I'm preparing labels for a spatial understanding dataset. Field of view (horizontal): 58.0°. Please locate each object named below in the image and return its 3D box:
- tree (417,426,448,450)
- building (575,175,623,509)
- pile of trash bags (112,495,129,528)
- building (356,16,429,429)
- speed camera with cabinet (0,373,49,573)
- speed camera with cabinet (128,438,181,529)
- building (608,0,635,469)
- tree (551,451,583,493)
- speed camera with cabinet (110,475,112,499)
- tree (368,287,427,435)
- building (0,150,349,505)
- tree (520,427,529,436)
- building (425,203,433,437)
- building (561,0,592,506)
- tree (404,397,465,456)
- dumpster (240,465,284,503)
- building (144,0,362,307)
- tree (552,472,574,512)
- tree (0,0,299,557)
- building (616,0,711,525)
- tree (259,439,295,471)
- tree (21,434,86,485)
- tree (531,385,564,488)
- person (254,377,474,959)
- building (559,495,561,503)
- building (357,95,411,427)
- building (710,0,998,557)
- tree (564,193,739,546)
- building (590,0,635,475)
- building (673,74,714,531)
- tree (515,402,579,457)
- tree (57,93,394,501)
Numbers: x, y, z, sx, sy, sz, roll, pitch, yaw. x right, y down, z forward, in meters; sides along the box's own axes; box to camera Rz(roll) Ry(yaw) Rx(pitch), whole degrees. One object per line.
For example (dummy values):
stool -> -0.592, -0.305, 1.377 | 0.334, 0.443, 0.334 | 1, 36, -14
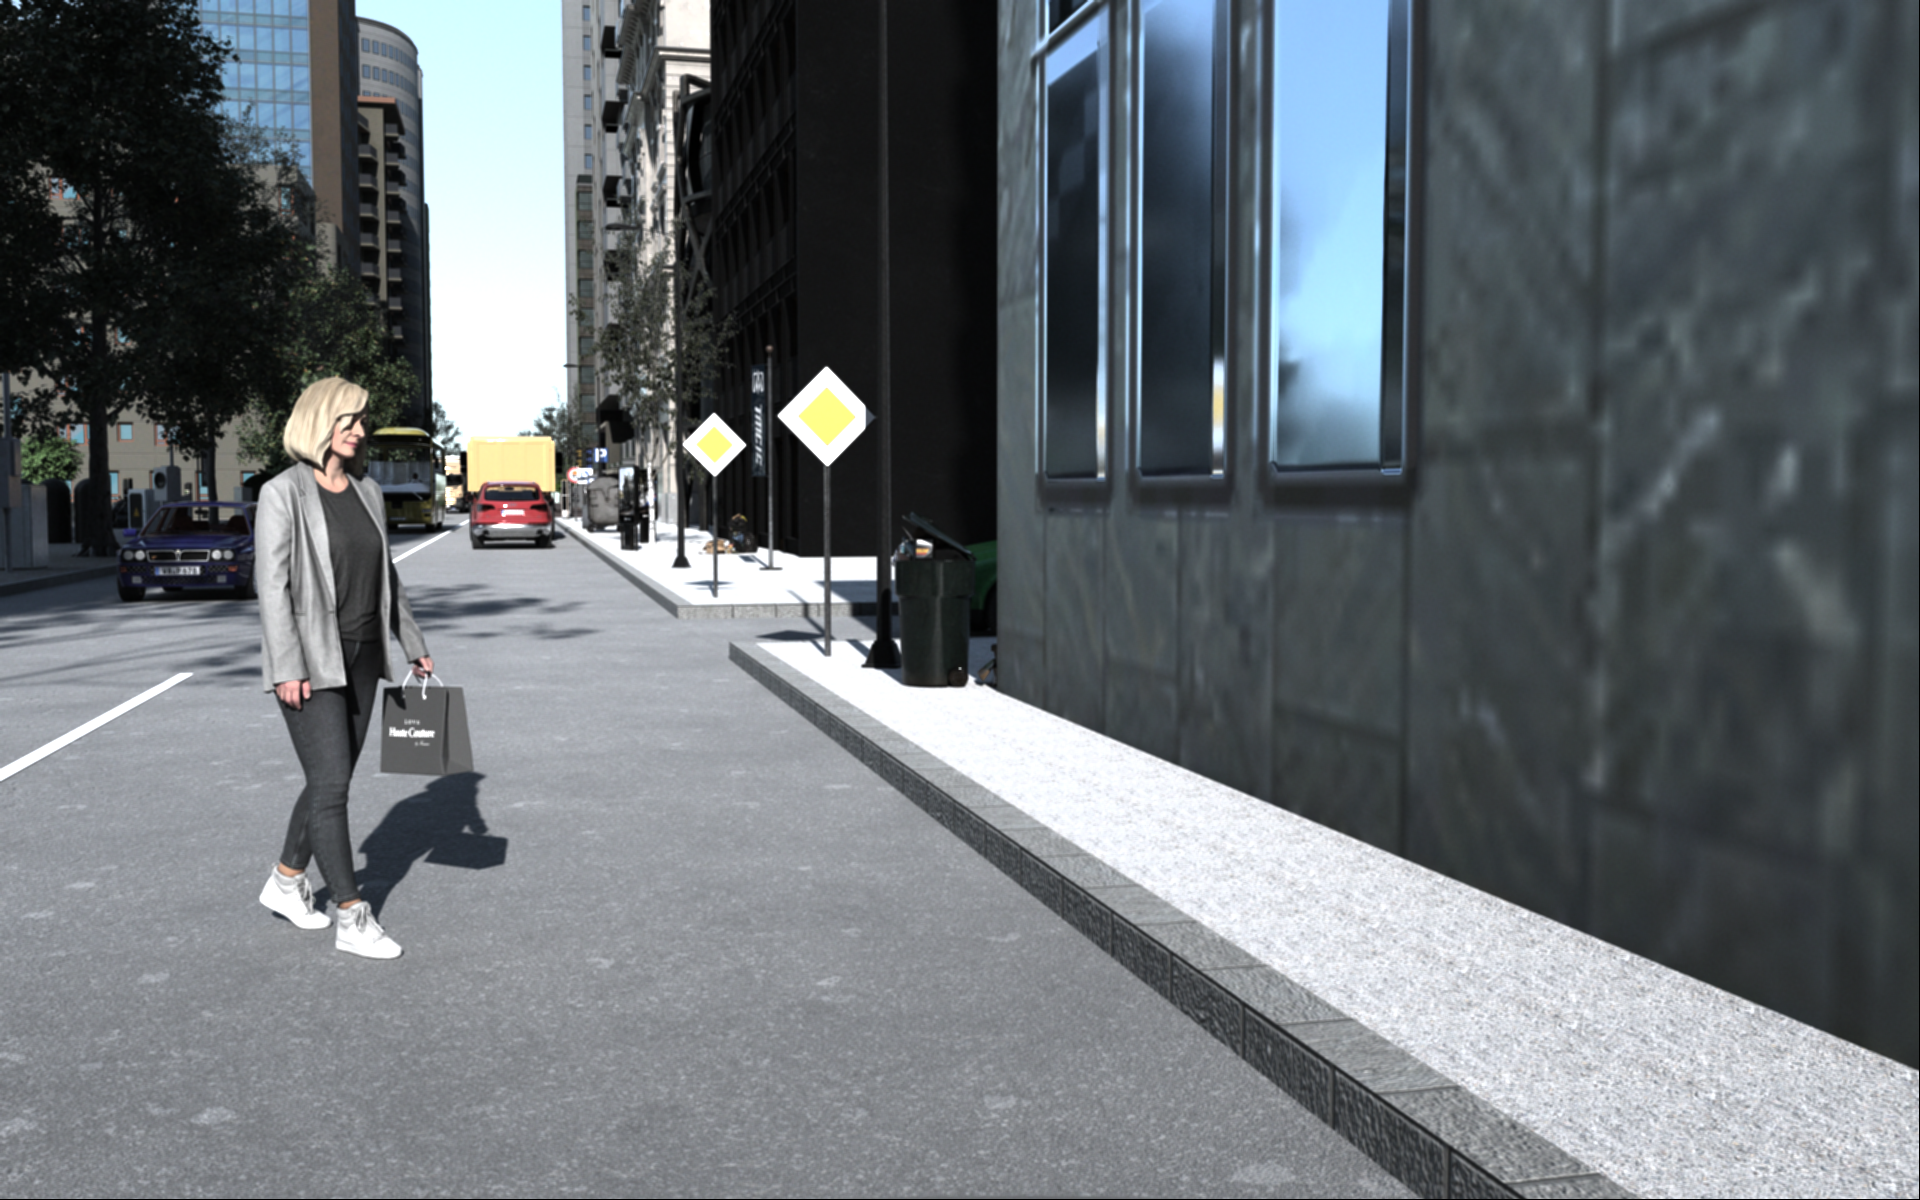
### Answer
tree -> -54.564, -13.896, 177.563 | 4.360, 8.622, 3.978 | 0, 3, 0
building -> -28.361, -23.786, 160.595 | 14.160, 30.474, 14.107 | -1, 4, -14
pile of trash bags -> -33.595, -3.654, 69.499 | 3.447, 1.369, 1.912 | 0, 4, -8
building -> -77.325, -41.045, 213.084 | 21.231, 58.520, 28.212 | -1, 4, -14
speed camera with cabinet -> -15.926, -2.122, 29.030 | 0.660, 3.252, 2.038 | -1, 4, -12
speed camera with cabinet -> -26.633, -3.846, 57.218 | 2.038, 3.252, 0.660 | 2, 4, 30
building -> -10.571, -30.142, 112.425 | 23.786, 49.044, 30.456 | -1, 4, -14
tree -> -29.829, -8.920, 129.554 | 4.285, 4.588, 4.351 | 0, 3, 0
speed camera with cabinet -> -38.062, -5.002, 76.115 | 0.660, 3.252, 2.038 | 0, 4, 0
tree -> -30.965, -10.261, 84.778 | 9.611, 12.733, 9.660 | 0, 3, 0
building -> -51.841, -15.723, 102.113 | 27.650, 21.520, 28.899 | -1, 4, -14
tree -> -35.810, -12.226, 150.263 | 4.360, 8.622, 3.978 | 0, 3, 0
building -> -79.303, -33.728, 235.039 | 14.154, 41.232, 14.086 | -1, 4, -14
building -> -33.648, -39.908, 194.492 | 21.231, 58.520, 28.212 | -1, 4, -14
tree -> -50.481, -14.099, 164.931 | 7.601, 10.594, 8.767 | -1, 4, -11
dumpster -> -23.231, -3.401, 58.092 | 1.502, 2.255, 1.985 | -1, 4, -14
building -> -50.939, -28.996, 124.201 | 14.600, 45.320, 14.200 | -1, 4, -14
tree -> -28.973, -8.009, 125.548 | 1.663, 3.219, 1.824 | 0, 3, 0
tree -> -17.659, -7.245, 35.471 | 9.611, 12.733, 9.660 | 0, 3, 0
building -> -9.004, -18.157, 84.256 | 14.401, 28.519, 23.554 | -1, 4, -14
tree -> -23.949, -4.048, 60.785 | 1.663, 3.219, 1.824 | 0, 3, 0
tree -> -42.763, -5.952, 81.024 | 4.285, 4.588, 4.351 | 0, 3, 0
tree -> -25.239, -9.879, 111.883 | 4.360, 8.622, 3.978 | 0, 3, 0
person -> -1.981, 0.189, 5.593 | 0.728, 1.800, 0.709 | 2, 4, 29
building -> -39.575, -33.626, 241.660 | 32.217, 40.220, 23.993 | -1, 4, -14
building -> -70.936, -32.455, 185.255 | 22.147, 44.769, 28.867 | -1, 4, -14
building -> 0.774, -13.080, 43.536 | 12.332, 23.373, 15.834 | -1, 4, -14
tree -> -7.550, -5.630, 42.407 | 4.360, 8.622, 3.978 | 0, 3, 0
building -> -15.655, -33.739, 140.865 | 28.713, 52.752, 27.495 | -1, 4, -14
building -> -2.358, -12.110, 65.456 | 16.820, 18.784, 16.811 | -1, 4, -14
tree -> -41.647, -14.704, 174.826 | 8.767, 10.594, 7.601 | -1, 4, -21
tree -> -21.903, -8.547, 50.113 | 12.009, 13.543, 11.850 | 0, 3, 0
